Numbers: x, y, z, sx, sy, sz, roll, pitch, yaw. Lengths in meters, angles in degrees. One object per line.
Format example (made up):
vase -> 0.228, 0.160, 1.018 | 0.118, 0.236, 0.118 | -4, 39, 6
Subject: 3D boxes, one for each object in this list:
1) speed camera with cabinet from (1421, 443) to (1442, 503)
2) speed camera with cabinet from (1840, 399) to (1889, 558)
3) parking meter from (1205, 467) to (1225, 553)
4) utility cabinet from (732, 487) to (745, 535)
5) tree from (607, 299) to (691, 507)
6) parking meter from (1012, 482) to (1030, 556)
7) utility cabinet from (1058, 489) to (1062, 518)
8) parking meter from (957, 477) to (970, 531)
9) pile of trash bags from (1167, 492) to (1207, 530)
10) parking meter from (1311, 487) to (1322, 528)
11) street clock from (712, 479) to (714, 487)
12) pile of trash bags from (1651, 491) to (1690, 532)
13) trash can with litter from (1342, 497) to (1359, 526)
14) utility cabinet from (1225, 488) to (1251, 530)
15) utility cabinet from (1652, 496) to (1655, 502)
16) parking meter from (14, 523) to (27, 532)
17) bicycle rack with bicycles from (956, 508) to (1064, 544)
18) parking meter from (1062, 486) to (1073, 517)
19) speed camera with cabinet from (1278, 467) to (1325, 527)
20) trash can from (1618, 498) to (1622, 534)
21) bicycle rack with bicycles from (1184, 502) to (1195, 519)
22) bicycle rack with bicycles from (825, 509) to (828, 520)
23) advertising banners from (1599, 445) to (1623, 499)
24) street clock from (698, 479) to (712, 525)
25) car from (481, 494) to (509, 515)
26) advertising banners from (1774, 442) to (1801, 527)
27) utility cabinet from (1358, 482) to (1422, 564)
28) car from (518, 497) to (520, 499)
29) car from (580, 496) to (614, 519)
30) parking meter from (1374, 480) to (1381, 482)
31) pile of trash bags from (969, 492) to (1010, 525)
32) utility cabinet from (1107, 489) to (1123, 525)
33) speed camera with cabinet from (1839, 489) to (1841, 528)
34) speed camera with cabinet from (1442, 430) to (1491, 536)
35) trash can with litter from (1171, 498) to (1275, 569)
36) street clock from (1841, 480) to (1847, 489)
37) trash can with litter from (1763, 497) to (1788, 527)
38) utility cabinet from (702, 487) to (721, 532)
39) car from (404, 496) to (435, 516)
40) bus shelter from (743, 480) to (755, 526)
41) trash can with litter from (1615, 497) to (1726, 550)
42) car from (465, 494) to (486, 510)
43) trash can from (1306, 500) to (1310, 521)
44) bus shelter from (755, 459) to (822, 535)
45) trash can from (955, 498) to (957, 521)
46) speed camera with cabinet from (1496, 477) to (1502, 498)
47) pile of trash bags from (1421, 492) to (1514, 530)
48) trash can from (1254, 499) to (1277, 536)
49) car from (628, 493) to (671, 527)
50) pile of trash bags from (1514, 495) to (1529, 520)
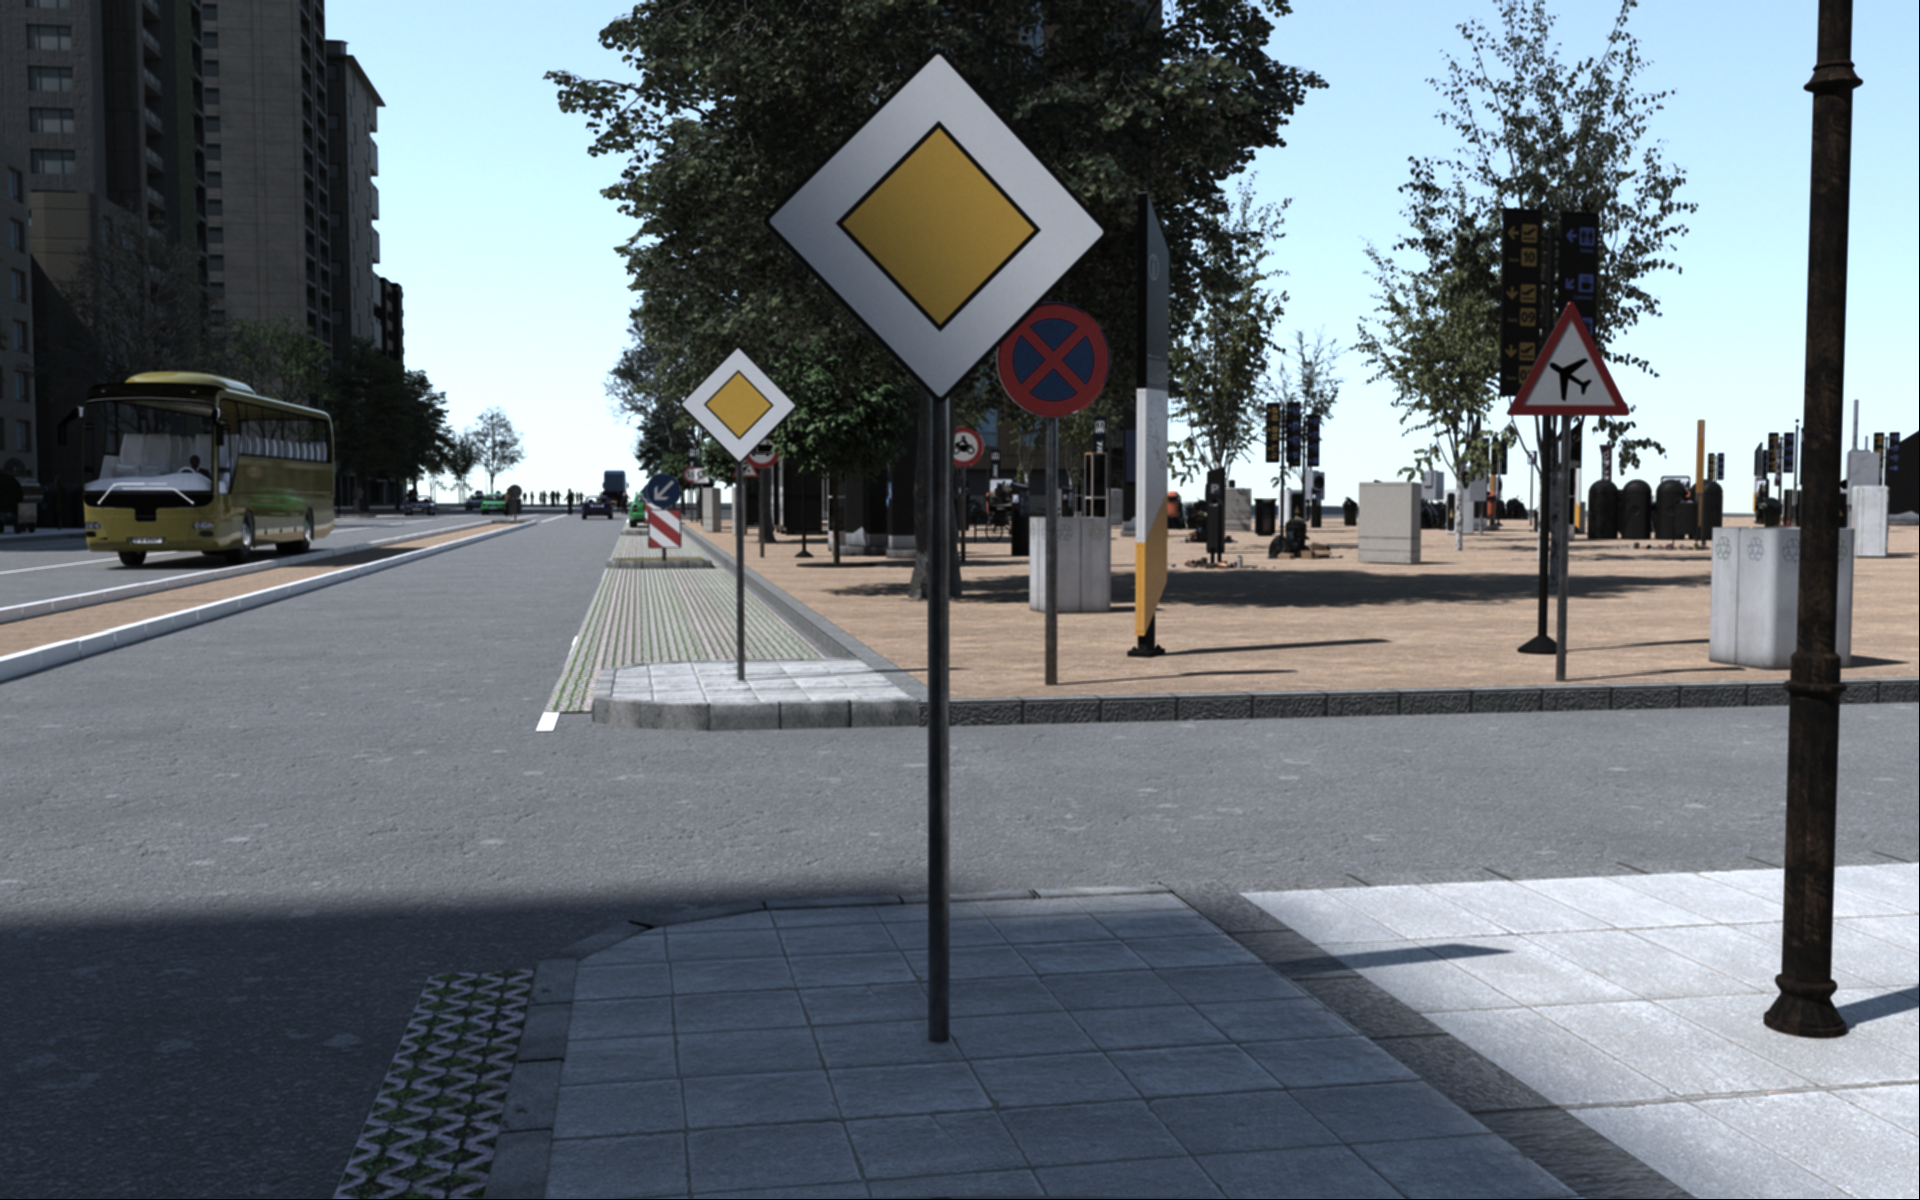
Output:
speed camera with cabinet -> 18.813, -4.431, 66.777 | 0.660, 3.252, 2.038 | -3, 5, -39
speed camera with cabinet -> 18.636, -2.521, 35.551 | 0.660, 3.252, 2.038 | 1, 4, 21
parking meter -> 5.536, -1.949, 37.582 | 0.399, 1.863, 0.255 | 1, 4, 20
utility cabinet -> -6.911, -2.778, 54.095 | 0.318, 1.500, 1.173 | -1, 4, -13
tree -> -30.052, -19.271, 170.971 | 12.611, 20.169, 13.585 | 0, 3, 0
parking meter -> 1.264, -1.699, 36.183 | 0.372, 1.533, 0.369 | 0, 3, 0
utility cabinet -> 3.826, -3.648, 68.324 | 0.318, 1.500, 1.173 | -1, 4, -13
parking meter -> 0.120, -3.356, 60.575 | 0.399, 1.863, 0.255 | 2, 4, 35
pile of trash bags -> 8.208, -3.289, 63.522 | 1.912, 1.369, 3.447 | 1, 4, 22
parking meter -> 13.631, -3.536, 66.227 | 0.372, 1.533, 0.369 | 0, 3, 0
street clock -> -11.281, -4.488, 77.943 | 0.471, 2.002, 0.358 | 3, 5, 44
pile of trash bags -> 23.501, -3.004, 58.863 | 1.912, 1.369, 3.447 | -2, 4, -31
trash can with litter -> 16.015, -3.585, 69.995 | 1.055, 1.170, 0.624 | 0, 4, 3
utility cabinet -> 9.590, -3.177, 60.617 | 1.173, 1.500, 0.318 | 0, 4, 6
utility cabinet -> 29.631, -3.874, 74.499 | 0.306, 1.237, 1.020 | 2, 4, 29
parking meter -> -32.058, -3.097, 59.040 | 0.372, 1.533, 0.369 | 0, 3, 0
bicycle rack with bicycles -> 1.841, -1.978, 45.727 | 2.852, 0.926, 2.925 | 3, 5, 40
parking meter -> 3.512, -2.950, 56.652 | 0.372, 1.533, 0.369 | 0, 3, 0
speed camera with cabinet -> 13.322, -4.474, 67.479 | 2.038, 3.252, 0.660 | -3, 4, -37
trash can -> 21.486, -2.696, 55.739 | 0.748, 1.137, 0.748 | 0, 3, 0
bicycle rack with bicycles -> 11.739, -4.301, 83.702 | 2.852, 0.926, 2.925 | 2, 4, 33
bicycle rack with bicycles -> -4.869, -4.141, 81.081 | 2.925, 0.926, 2.852 | -1, 4, -9
advertising banners -> 23.561, -3.995, 61.500 | 2.074, 3.025, 0.090 | -1, 4, -15
street clock -> -10.819, -4.183, 72.963 | 0.471, 2.002, 0.358 | -1, 4, -14
car -> -32.324, -6.844, 120.699 | 1.959, 1.807, 4.718 | -1, 4, -10
advertising banners -> 28.262, -3.842, 59.011 | 2.074, 3.025, 0.090 | -2, 4, -34
utility cabinet -> 7.908, -1.418, 31.863 | 0.318, 1.500, 1.173 | -3, 5, -40
car -> -50.137, -11.266, 193.233 | 2.155, 1.783, 4.494 | -1, 4, -11
car -> -20.800, -5.305, 99.312 | 1.945, 1.354, 3.894 | -1, 4, -12
parking meter -> 17.411, -4.051, 71.951 | 0.399, 1.863, 0.255 | -1, 4, -10
pile of trash bags -> 1.222, -3.907, 73.638 | 1.912, 1.369, 3.447 | 0, 4, 3
utility cabinet -> 6.262, -3.785, 70.563 | 0.318, 1.500, 1.173 | 2, 4, 30
speed camera with cabinet -> 30.009, -3.919, 58.407 | 2.038, 3.252, 0.660 | 0, 4, -8
speed camera with cabinet -> 15.836, -3.658, 54.149 | 0.660, 3.252, 2.038 | 0, 4, -3
trash can with litter -> 4.543, -1.197, 30.631 | 1.678, 1.210, 2.233 | 0, 4, -5
street clock -> 44.920, -5.095, 87.873 | 0.358, 2.002, 0.471 | -3, 5, -43
trash can with litter -> 26.572, -2.742, 56.221 | 0.624, 1.170, 1.055 | -1, 4, -9
utility cabinet -> -8.364, -3.042, 58.417 | 0.318, 1.500, 1.173 | -2, 4, -25
car -> -36.105, -6.311, 115.764 | 1.945, 1.354, 3.894 | -1, 4, -12
bus shelter -> -8.501, -5.836, 73.043 | 2.179, 5.291, 8.768 | -1, 4, -11
trash can with litter -> 16.512, -1.795, 40.409 | 2.233, 1.210, 1.678 | 2, 4, 27
car -> -42.763, -8.659, 153.577 | 2.014, 1.417, 4.499 | -1, 4, -9
trash can -> 16.129, -4.262, 81.330 | 0.748, 1.137, 0.748 | 0, 3, 0
bus shelter -> -5.426, -4.930, 58.234 | 2.179, 5.291, 8.768 | -1, 4, -11
trash can -> -0.315, -3.440, 67.893 | 0.748, 1.137, 0.748 | 0, 3, 0
speed camera with cabinet -> 28.252, -5.967, 91.894 | 0.660, 3.252, 2.038 | 2, 4, 30
pile of trash bags -> 18.012, -3.264, 63.125 | 1.912, 1.369, 3.447 | -3, 5, -43
trash can -> 9.403, -2.550, 53.348 | 0.748, 1.137, 0.748 | 0, 3, 0
car -> -13.434, -4.066, 75.277 | 1.959, 1.807, 4.718 | -1, 4, -10
pile of trash bags -> 28.351, -4.769, 87.719 | 3.447, 1.369, 1.912 | 1, 4, 13
